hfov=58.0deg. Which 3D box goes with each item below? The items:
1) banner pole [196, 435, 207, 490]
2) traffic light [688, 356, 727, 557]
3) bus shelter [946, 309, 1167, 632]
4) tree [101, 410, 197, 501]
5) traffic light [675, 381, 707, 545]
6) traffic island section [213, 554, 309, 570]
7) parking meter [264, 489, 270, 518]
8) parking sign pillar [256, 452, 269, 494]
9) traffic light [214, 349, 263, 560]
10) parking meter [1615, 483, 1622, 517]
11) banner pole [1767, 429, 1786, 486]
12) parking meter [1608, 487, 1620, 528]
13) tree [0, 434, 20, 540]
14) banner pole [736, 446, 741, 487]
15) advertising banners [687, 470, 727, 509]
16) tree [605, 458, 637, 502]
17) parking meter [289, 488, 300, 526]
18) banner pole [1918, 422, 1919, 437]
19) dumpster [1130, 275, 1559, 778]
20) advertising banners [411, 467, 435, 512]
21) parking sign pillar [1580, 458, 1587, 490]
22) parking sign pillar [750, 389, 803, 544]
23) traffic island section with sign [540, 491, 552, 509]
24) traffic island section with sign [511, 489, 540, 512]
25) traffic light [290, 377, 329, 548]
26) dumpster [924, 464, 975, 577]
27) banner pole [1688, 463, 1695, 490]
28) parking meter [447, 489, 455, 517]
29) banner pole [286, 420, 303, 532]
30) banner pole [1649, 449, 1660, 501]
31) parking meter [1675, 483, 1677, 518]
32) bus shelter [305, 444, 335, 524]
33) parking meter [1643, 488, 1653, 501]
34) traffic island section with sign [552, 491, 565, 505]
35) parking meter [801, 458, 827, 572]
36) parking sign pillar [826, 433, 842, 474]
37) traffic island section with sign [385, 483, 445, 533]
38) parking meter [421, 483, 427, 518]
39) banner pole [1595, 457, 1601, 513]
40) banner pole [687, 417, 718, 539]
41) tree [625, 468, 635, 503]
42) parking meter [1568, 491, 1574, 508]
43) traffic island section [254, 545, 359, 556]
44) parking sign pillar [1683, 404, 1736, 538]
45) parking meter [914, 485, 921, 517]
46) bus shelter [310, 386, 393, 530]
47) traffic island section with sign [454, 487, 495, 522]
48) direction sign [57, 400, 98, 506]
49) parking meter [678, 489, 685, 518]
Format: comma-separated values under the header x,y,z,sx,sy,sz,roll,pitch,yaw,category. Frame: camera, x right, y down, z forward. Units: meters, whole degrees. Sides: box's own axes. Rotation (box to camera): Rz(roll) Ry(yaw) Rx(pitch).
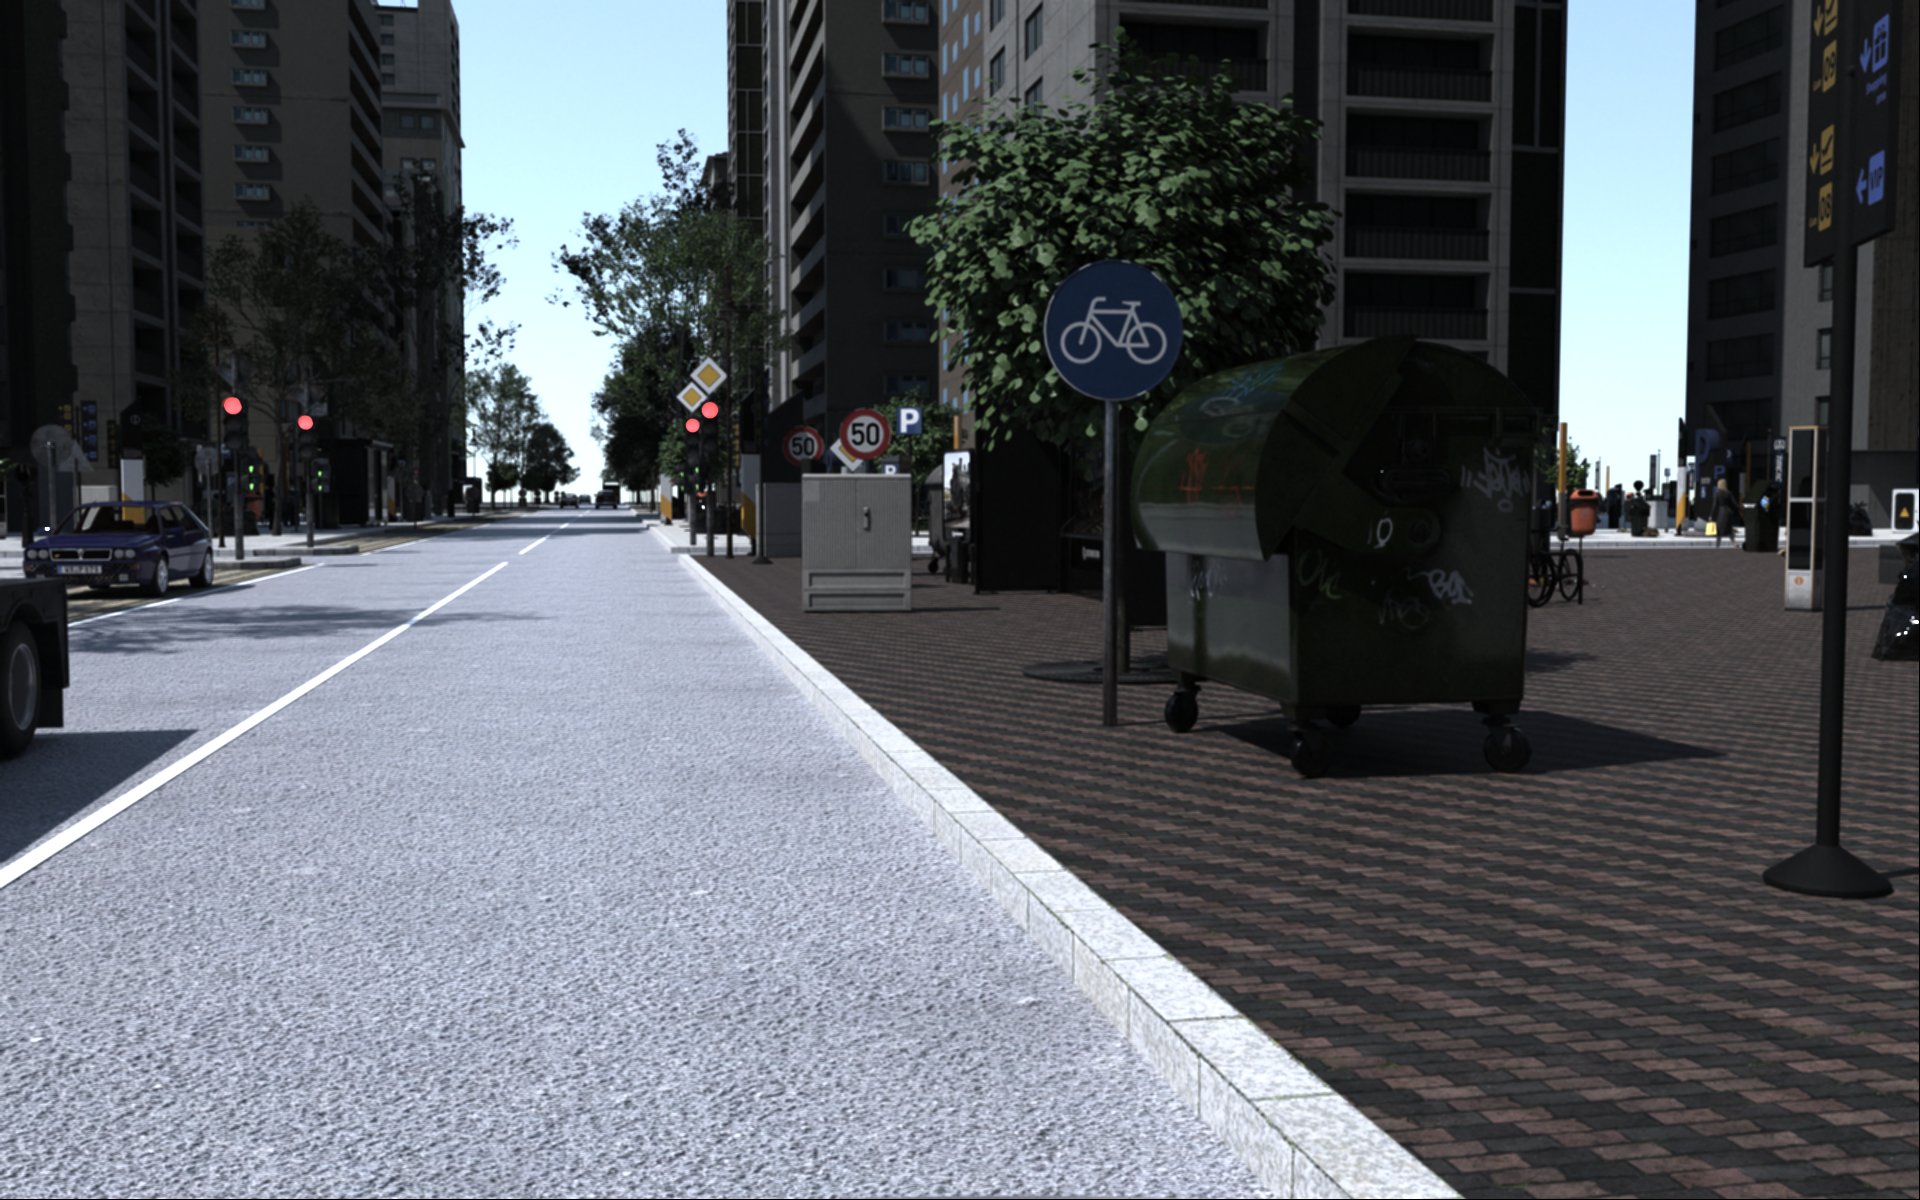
x,y,z,sx,sy,sz,roll,pitch,yaw,category
-32.300,-5.127,73.846,0.863,3.779,0.401,2,4,35,banner pole
-5.141,-2.845,35.431,0.839,4.253,0.868,-1,4,-11,traffic light
1.269,-1.705,19.155,1.731,3.624,6.357,-1,4,-11,bus shelter
-31.551,-5.121,67.437,4.285,4.588,4.351,0,3,0,tree
-6.699,-3.324,43.263,0.839,4.253,0.868,-1,4,-11,traffic light
-14.066,-0.703,33.780,2.009,0.180,2.903,-1,4,-11,traffic island section
-36.149,-5.024,90.547,0.372,1.533,0.369,0,3,0,parking meter
-42.650,-7.175,105.789,1.447,3.967,1.447,0,4,6,parking sign pillar
-14.025,-2.736,33.653,0.839,4.253,0.868,-1,4,-11,traffic light
36.093,-5.464,95.049,0.399,1.863,0.255,1,4,22,parking meter
31.307,-4.682,66.568,0.401,3.779,0.863,-3,5,-45,banner pole
24.486,-3.451,64.834,0.372,1.533,0.369,0,3,0,parking meter
-27.672,-3.324,48.941,1.663,3.219,1.824,0,3,0,tree
-9.861,-5.470,79.455,0.863,3.779,0.401,0,4,-3,banner pole
-11.316,-5.035,78.507,2.074,3.025,0.090,0,4,2,advertising banners
-40.852,-18.340,217.989,7.486,12.596,7.792,0,3,0,tree
-26.938,-3.772,70.086,0.372,1.533,0.369,0,3,0,parking meter
29.798,-3.873,53.347,0.863,3.779,0.401,-1,4,-13,banner pole
1.838,-0.374,8.603,1.502,2.255,1.985,-1,4,-11,dumpster
-35.051,-7.196,113.839,2.074,3.025,0.090,0,4,5,advertising banners
45.831,-8.539,128.083,1.447,3.967,1.447,3,5,45,parking sign pillar
-4.678,-3.419,44.377,1.447,3.967,1.447,-2,4,-34,parking sign pillar
-40.389,-9.622,165.944,1.989,1.847,2.006,-1,4,-11,traffic island section with sign
-35.025,-7.973,138.990,1.989,1.847,2.006,-1,4,-11,traffic island section with sign
-15.584,-3.215,41.485,0.839,4.253,0.868,-1,4,-11,traffic light
0.202,-1.330,27.500,1.264,1.857,1.865,-1,4,-11,dumpster
50.943,-8.017,121.087,0.401,3.779,0.863,-3,5,-41,banner pole
-27.919,-5.295,94.983,0.372,1.533,0.369,0,3,0,parking meter
-22.612,-4.203,58.730,0.401,3.779,0.863,-3,4,-37,banner pole
38.879,-6.535,96.866,0.863,3.779,0.401,-1,4,-20,banner pole
39.214,-5.430,94.484,0.399,1.863,0.255,-3,5,-42,parking meter
-28.246,-5.332,78.469,1.731,3.624,6.357,-1,4,-11,bus shelter
25.931,-3.480,65.305,0.372,1.533,0.369,0,3,0,parking meter
-51.197,-12.944,220.260,1.989,1.847,2.006,-1,4,-11,traffic island section with sign
-2.394,-1.395,28.525,0.255,1.863,0.399,3,5,43,parking meter
-5.479,-5.339,75.770,1.447,3.967,1.447,-1,4,-16,parking sign pillar
-20.073,-3.379,63.869,1.989,1.847,2.006,-1,4,-11,traffic island section with sign
-29.172,-5.421,94.350,0.255,1.863,0.399,0,4,-5,parking meter
42.809,-7.720,116.237,0.401,3.779,0.863,0,4,-4,banner pole
-7.409,-3.660,49.862,0.863,3.779,0.401,-1,4,-21,banner pole
-45.044,-17.672,239.294,4.737,8.622,4.395,0,3,0,tree
28.988,-4.669,82.049,0.255,1.863,0.399,-3,5,-42,parking meter
-15.625,-1.182,41.612,2.009,0.180,2.903,-1,4,-11,traffic island section
22.316,-3.854,51.483,1.447,3.967,1.447,0,4,2,parking sign pillar
-2.374,-5.554,96.511,0.255,1.863,0.399,-2,4,-32,parking meter
-23.568,-5.455,66.825,2.179,5.291,8.768,-1,4,-11,bus shelter
-25.374,-5.008,90.515,1.989,1.847,2.006,-1,4,-11,traffic island section with sign
-21.323,-3.053,41.911,0.876,3.537,0.379,-1,4,-13,direction sign
-15.083,-5.225,93.844,0.372,1.533,0.369,0,3,0,parking meter
